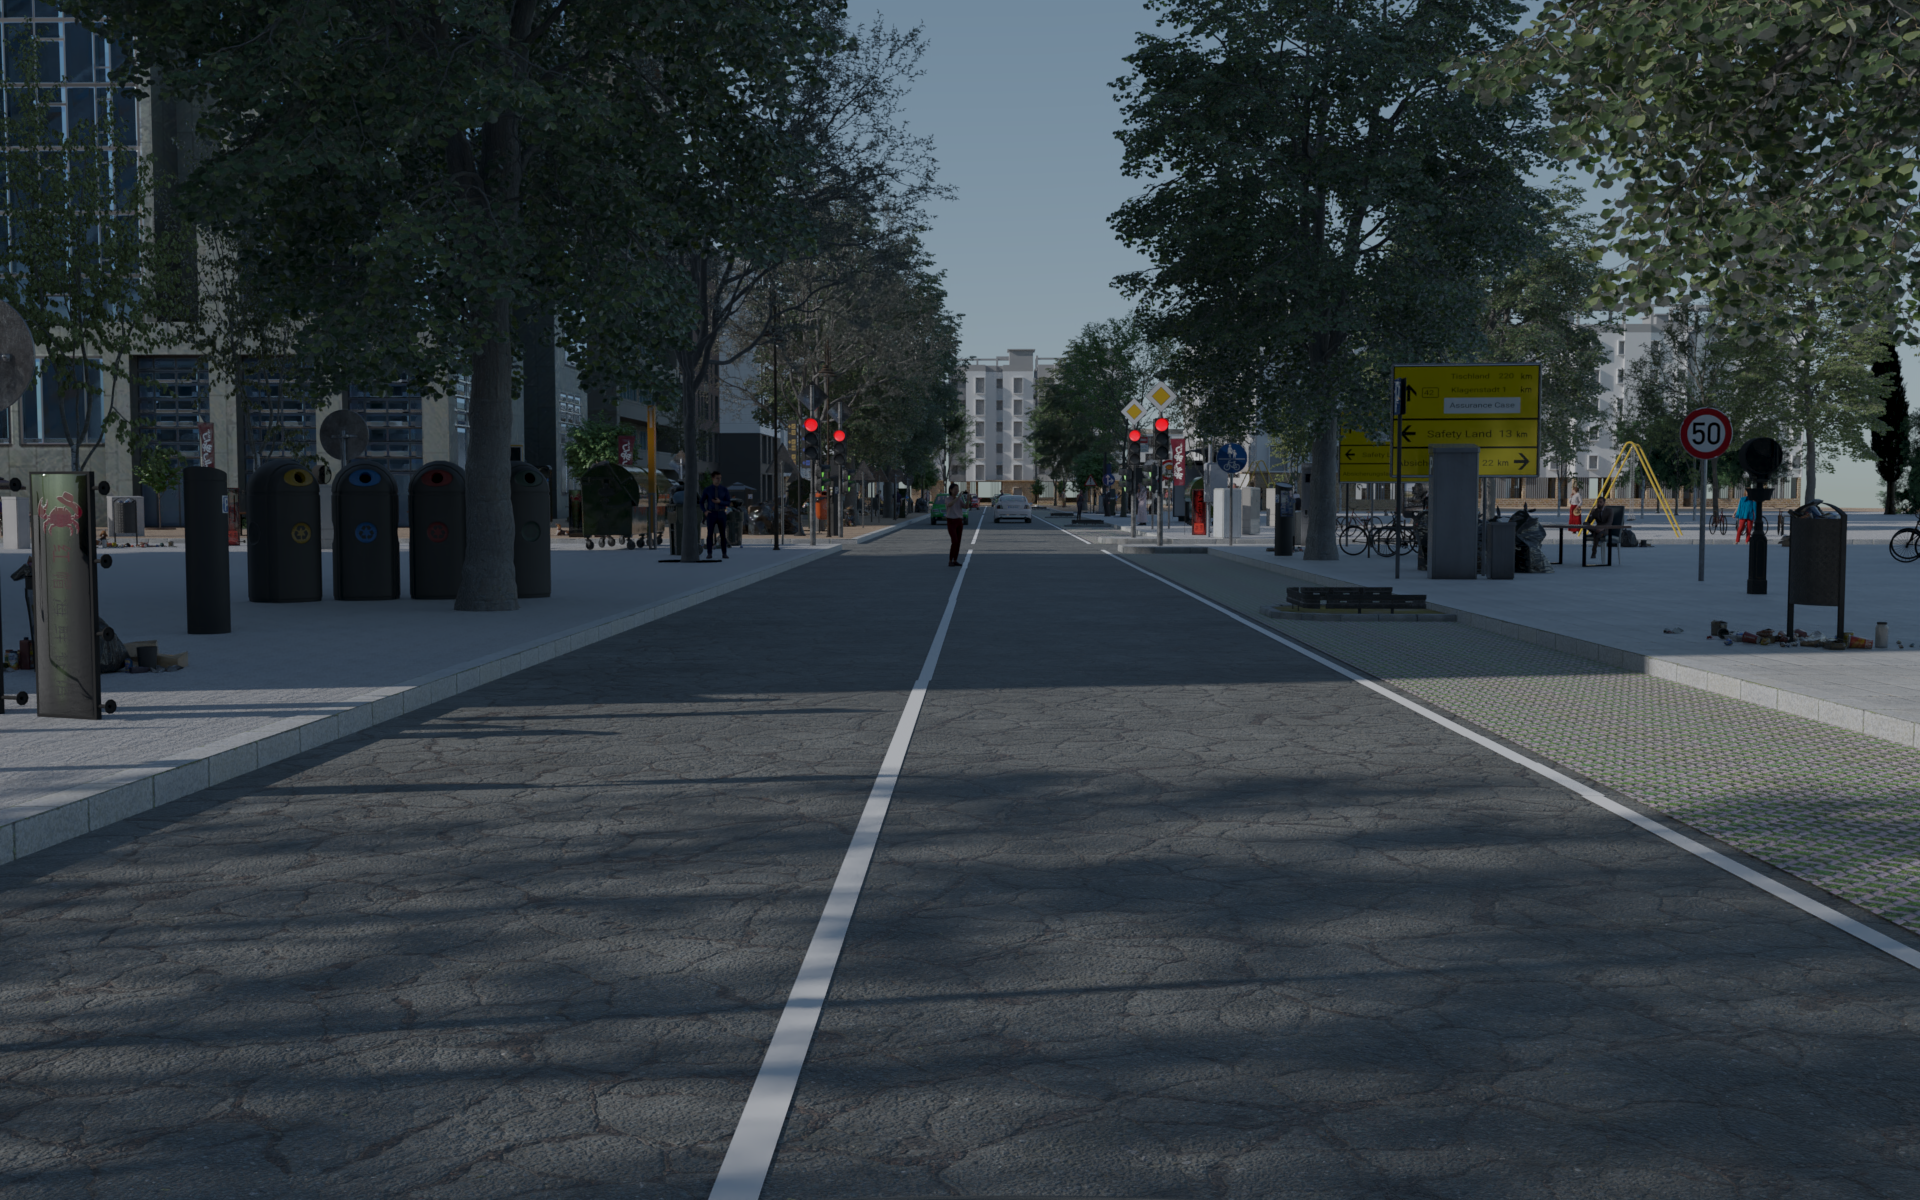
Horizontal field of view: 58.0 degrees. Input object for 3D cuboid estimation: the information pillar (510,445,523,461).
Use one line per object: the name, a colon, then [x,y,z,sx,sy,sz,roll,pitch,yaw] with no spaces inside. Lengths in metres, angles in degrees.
information pillar: [-6.712,-1.313,25.967,0.304,2.012,0.304,-1,4,-21]

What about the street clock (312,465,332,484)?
street clock: [-15.886,-2.359,43.137,0.358,2.002,0.471,1,4,22]

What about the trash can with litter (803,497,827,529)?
trash can with litter: [-5.278,-3.183,63.423,0.624,1.170,1.055,1,4,20]

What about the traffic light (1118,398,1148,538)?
traffic light: [5.081,-3.786,50.825,0.839,4.253,0.868,0,4,1]

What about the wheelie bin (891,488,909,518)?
wheelie bin: [-3.156,-5.141,91.959,0.980,1.594,0.693,1,4,12]

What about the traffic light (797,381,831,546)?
traffic light: [-3.641,-3.306,42.976,0.839,4.253,0.868,0,4,1]

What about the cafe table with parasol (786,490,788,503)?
cafe table with parasol: [-10.959,-6.970,118.819,2.610,1.966,2.610,-3,5,-43]

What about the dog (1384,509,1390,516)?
dog: [25.139,-5.147,101.896,0.748,0.427,0.550,-2,4,-30]

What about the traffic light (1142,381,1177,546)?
traffic light: [4.940,-3.298,42.841,0.839,4.253,0.868,0,4,1]

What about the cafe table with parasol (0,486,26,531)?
cafe table with parasol: [-34.007,-3.433,60.990,2.610,1.966,2.610,2,4,24]

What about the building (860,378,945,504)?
building: [-7.711,-22.975,232.066,11.380,20.091,16.016,0,4,1]

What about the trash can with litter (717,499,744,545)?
trash can with litter: [-5.801,-1.940,43.104,0.624,1.170,1.055,-2,4,-32]

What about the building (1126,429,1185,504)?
building: [35.771,-17.442,227.327,28.070,9.664,9.099,0,4,1]

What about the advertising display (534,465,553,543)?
advertising display: [-9.666,-2.070,39.061,0.974,1.923,0.123,1,4,12]

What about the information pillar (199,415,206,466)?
information pillar: [-22.205,-3.648,50.995,0.504,3.616,0.183,3,5,41]

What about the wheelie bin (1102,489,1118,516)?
wheelie bin: [8.812,-5.772,102.279,0.980,1.594,0.693,0,4,-4]

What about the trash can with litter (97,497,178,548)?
trash can with litter: [-19.693,-1.871,41.643,2.233,1.210,1.678,0,4,-7]

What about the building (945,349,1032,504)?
building: [4.214,-22.978,232.107,11.380,20.091,16.016,0,4,1]

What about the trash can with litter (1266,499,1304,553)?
trash can with litter: [7.675,-1.705,38.929,2.233,1.210,1.678,-3,5,-44]

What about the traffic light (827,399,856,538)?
traffic light: [-3.499,-3.794,50.960,0.839,4.253,0.868,0,4,1]

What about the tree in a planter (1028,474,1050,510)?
tree in a planter: [6.919,-9.506,152.647,1.991,3.239,1.994,0,4,1]

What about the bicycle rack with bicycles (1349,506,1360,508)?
bicycle rack with bicycles: [10.885,-2.372,52.162,2.852,0.926,2.925,-2,4,-31]

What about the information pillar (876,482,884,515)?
information pillar: [-5.042,-7.243,109.771,0.504,3.616,0.183,0,4,-1]

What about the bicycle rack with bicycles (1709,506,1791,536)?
bicycle rack with bicycles: [24.572,-2.444,53.337,2.852,0.926,2.925,1,4,12]

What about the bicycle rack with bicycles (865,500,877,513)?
bicycle rack with bicycles: [-5.653,-6.237,115.363,2.852,0.926,2.925,-2,4,-24]

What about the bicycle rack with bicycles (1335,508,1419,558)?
bicycle rack with bicycles: [9.230,-1.351,35.465,2.925,0.926,2.852,1,4,21]

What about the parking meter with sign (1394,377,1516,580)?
parking meter with sign: [7.451,-1.824,26.085,1.738,3.016,0.543,0,4,5]

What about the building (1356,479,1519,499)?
building: [63.860,-17.493,228.150,28.070,9.664,9.099,0,4,1]

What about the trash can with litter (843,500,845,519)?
trash can with litter: [-5.442,-4.324,82.082,1.055,1.170,0.624,1,4,19]

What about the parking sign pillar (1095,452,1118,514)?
parking sign pillar: [9.448,-7.529,111.568,1.447,3.967,1.447,0,4,1]

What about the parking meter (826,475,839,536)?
parking meter: [-3.883,-2.898,53.101,0.255,1.863,0.399,2,4,34]

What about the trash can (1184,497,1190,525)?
trash can: [9.790,-3.751,72.978,0.748,1.137,0.748,0,3,0]

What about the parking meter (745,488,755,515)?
parking meter: [-8.158,-3.602,67.298,0.372,1.533,0.369,0,3,0]

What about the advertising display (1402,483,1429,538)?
advertising display: [13.263,-2.737,49.964,0.974,1.923,0.123,0,4,3]

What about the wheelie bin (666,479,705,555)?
wheelie bin: [-5.781,-1.741,36.379,0.693,1.594,0.980,-2,4,-30]

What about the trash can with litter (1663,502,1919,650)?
trash can with litter: [7.197,-0.246,15.072,1.678,1.210,2.233,-2,4,-24]

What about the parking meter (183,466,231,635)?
parking meter: [-6.931,-0.461,15.943,0.372,1.533,0.369,0,3,0]

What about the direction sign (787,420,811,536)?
direction sign: [-4.908,-3.727,52.938,0.876,3.537,0.379,2,4,32]

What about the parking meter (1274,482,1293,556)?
parking meter: [6.733,-1.688,36.007,0.372,1.533,0.369,0,3,0]

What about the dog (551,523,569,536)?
dog: [-12.141,-2.156,52.990,0.748,0.427,0.550,3,5,44]

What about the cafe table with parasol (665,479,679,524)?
cafe table with parasol: [-12.792,-4.323,75.546,2.610,1.966,2.610,-1,4,-20]

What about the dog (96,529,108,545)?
dog: [-21.523,-1.557,43.196,0.748,0.427,0.550,-3,5,-42]

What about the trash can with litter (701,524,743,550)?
trash can with litter: [-5.969,-1.821,40.838,1.678,1.210,2.233,0,4,0]

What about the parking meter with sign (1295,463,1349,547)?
parking meter with sign: [8.817,-2.843,42.749,1.738,3.016,0.543,3,5,40]

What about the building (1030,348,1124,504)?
building: [15.592,-22.877,230.452,11.380,20.091,16.016,0,4,1]

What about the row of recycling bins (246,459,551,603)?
row of recycling bins: [-6.837,-0.861,21.198,3.534,1.692,1.069,-1,4,-19]

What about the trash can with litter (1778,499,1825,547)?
trash can with litter: [20.303,-1.863,41.842,0.624,1.170,1.055,-2,4,-32]

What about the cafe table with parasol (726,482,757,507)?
cafe table with parasol: [-12.808,-5.796,99.628,2.610,1.966,2.610,3,4,38]

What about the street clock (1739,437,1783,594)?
street clock: [10.222,-1.076,22.157,0.471,2.002,0.358,0,4,5]

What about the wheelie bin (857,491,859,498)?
wheelie bin: [-6.856,-6.347,111.682,0.693,1.594,0.980,0,3,0]
